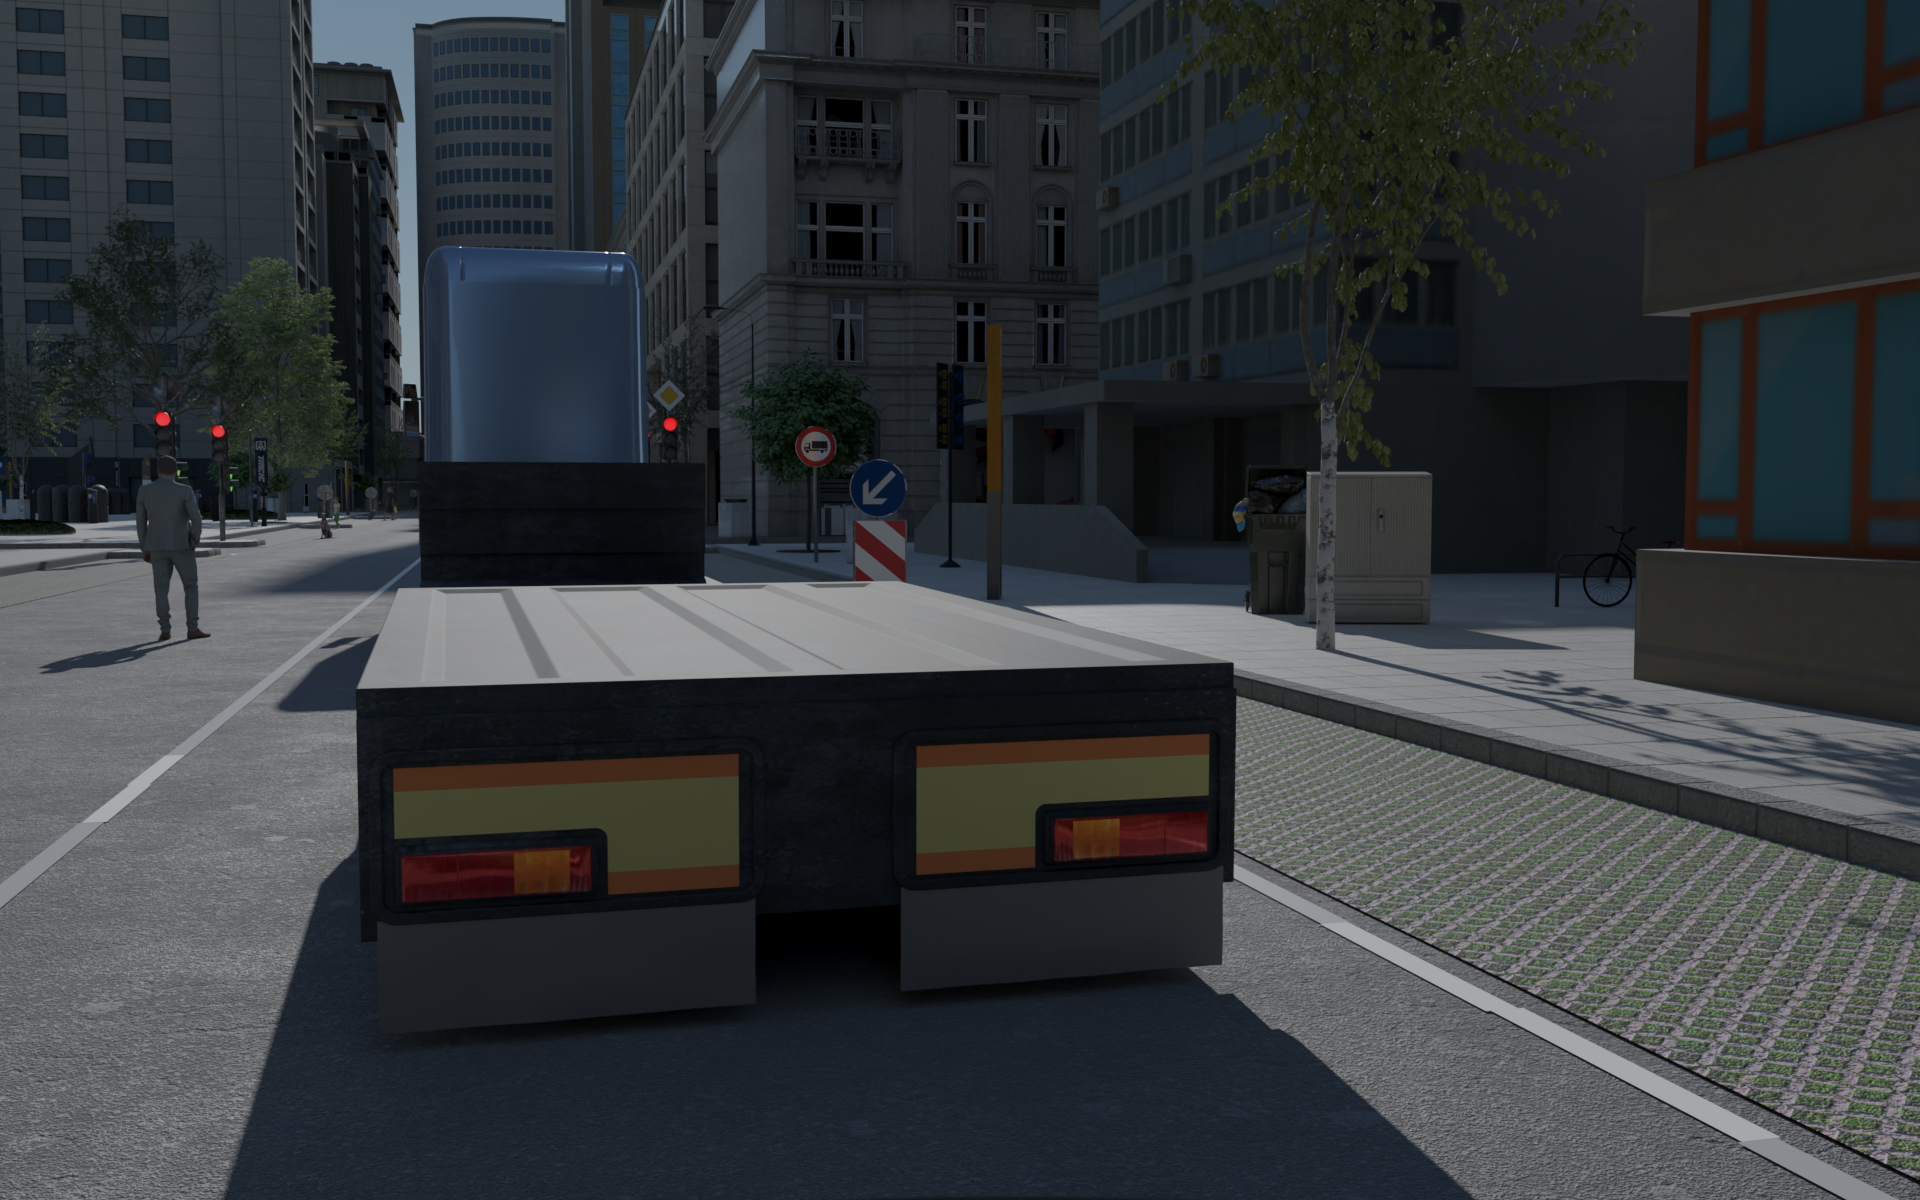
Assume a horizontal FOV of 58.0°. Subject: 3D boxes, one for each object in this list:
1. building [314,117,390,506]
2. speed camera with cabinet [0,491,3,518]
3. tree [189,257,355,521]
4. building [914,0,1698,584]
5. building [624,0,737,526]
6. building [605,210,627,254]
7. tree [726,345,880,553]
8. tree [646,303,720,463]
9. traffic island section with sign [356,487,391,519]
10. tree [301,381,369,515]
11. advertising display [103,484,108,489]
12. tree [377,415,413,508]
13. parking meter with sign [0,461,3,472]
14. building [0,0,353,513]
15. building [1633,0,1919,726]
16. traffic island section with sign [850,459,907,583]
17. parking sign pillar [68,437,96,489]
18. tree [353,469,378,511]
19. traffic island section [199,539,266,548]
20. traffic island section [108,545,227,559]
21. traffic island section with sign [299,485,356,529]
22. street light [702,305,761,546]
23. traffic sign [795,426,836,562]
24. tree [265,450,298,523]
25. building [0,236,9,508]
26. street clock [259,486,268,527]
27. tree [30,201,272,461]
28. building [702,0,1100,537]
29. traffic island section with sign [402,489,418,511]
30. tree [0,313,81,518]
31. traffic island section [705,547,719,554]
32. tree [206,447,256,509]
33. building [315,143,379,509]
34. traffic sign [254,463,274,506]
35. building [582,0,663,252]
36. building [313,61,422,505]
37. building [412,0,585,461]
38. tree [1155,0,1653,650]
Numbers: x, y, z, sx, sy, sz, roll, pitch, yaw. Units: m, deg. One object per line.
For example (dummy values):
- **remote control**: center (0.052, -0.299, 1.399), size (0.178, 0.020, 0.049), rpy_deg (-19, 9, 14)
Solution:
- **building**: center (-70.062, -29.399, 172.562), size (23.993, 40.220, 32.217), rpy_deg (-1, 4, -15)
- **speed camera with cabinet**: center (-48.484, -5.639, 86.526), size (0.660, 3.252, 2.038), rpy_deg (-3, 5, -44)
- **tree**: center (-33.161, -10.124, 83.658), size (7.486, 12.596, 7.792), rpy_deg (0, 3, 0)
- **building**: center (16.337, -20.955, 34.492), size (32.217, 40.220, 23.993), rpy_deg (-1, 4, -15)
- **building**: center (-5.982, -17.348, 88.158), size (19.350, 26.468, 34.151), rpy_deg (-1, 4, -15)
- **building**: center (-17.078, -17.035, 114.675), size (11.583, 22.565, 21.152), rpy_deg (-1, 4, -15)
- **tree**: center (-3.441, -3.336, 38.263), size (4.285, 4.588, 4.351), rpy_deg (0, 3, 0)
- **tree**: center (-10.736, -7.069, 65.940), size (4.360, 8.622, 3.978), rpy_deg (0, 3, 0)
- **traffic island section with sign**: center (-33.419, -5.496, 98.492), size (1.989, 1.847, 2.006), rpy_deg (-1, 4, -15)
- **tree**: center (-39.226, -9.652, 108.178), size (4.737, 8.622, 4.395), rpy_deg (0, 3, 0)
- **advertising display**: center (-56.941, -6.741, 115.436), size (0.123, 1.923, 0.974), rpy_deg (-2, 4, -35)
- **tree**: center (-52.024, -12.733, 158.551), size (4.737, 8.622, 4.395), rpy_deg (0, 3, 0)
- **parking meter with sign**: center (-51.594, -5.884, 92.457), size (0.543, 3.016, 1.738), rpy_deg (-3, 5, -44)
- **building**: center (-55.723, -42.007, 125.061), size (20.563, 71.187, 20.611), rpy_deg (-1, 4, -15)
- **building**: center (21.723, -9.534, 0.920), size (27.650, 21.520, 28.899), rpy_deg (-1, 4, -15)
- **traffic island section with sign**: center (-1.219, -0.720, 20.397), size (1.989, 1.847, 2.006), rpy_deg (-1, 4, -15)
- **parking sign pillar**: center (-40.762, -5.666, 81.112), size (1.447, 3.967, 1.447), rpy_deg (-2, 4, -30)
- **tree**: center (-45.006, -8.387, 131.730), size (1.663, 3.219, 1.824), rpy_deg (0, 3, 0)
- **traffic island section**: center (-20.213, -1.539, 47.443), size (2.009, 0.180, 2.903), rpy_deg (-1, 4, -15)
- **traffic island section**: center (-18.167, -1.067, 39.724), size (2.009, 0.180, 2.903), rpy_deg (-1, 4, -15)
- **traffic island section with sign**: center (-26.510, -3.902, 72.433), size (1.989, 1.847, 2.006), rpy_deg (-1, 4, -15)
- **street light**: center (-5.651, -4.297, 42.804), size (1.470, 5.913, 1.316), rpy_deg (-1, 4, -15)
- **traffic sign**: center (-2.698, -1.978, 32.445), size (0.768, 2.556, 0.104), rpy_deg (-1, 4, -10)
- **tree**: center (-30.516, -5.042, 77.030), size (1.663, 3.219, 1.824), rpy_deg (0, 3, 0)
- **building**: center (-96.820, -31.536, 170.233), size (28.867, 44.769, 22.147), rpy_deg (-1, 4, -15)
- **street clock**: center (-27.513, -3.907, 68.445), size (0.358, 2.002, 0.471), rpy_deg (-1, 4, -11)
- **tree**: center (-26.222, -7.446, 56.163), size (7.601, 10.594, 8.767), rpy_deg (-2, 4, -30)
- **building**: center (3.888, -13.349, 60.063), size (24.055, 21.916, 13.314), rpy_deg (-1, 4, -15)
- **traffic island section with sign**: center (-46.036, -8.409, 146.121), size (1.989, 1.847, 2.006), rpy_deg (-1, 4, -15)
- **tree**: center (-38.507, -7.393, 71.241), size (4.360, 8.622, 3.978), rpy_deg (0, 3, 0)
- **traffic island section**: center (-7.105, -1.245, 42.640), size (2.009, 0.180, 2.903), rpy_deg (-1, 4, -15)
- **tree**: center (-45.992, -7.711, 109.791), size (4.285, 4.588, 4.351), rpy_deg (0, 3, 0)
- **building**: center (-56.623, -22.796, 144.417), size (14.160, 30.474, 14.107), rpy_deg (-1, 4, -15)
- **traffic sign**: center (-27.636, -4.200, 68.780), size (0.768, 2.556, 0.104), rpy_deg (0, 4, -7)
- **building**: center (-23.657, -30.169, 143.374), size (14.600, 45.320, 14.200), rpy_deg (-1, 4, -15)
- **building**: center (-80.037, -38.016, 210.792), size (27.495, 52.752, 28.713), rpy_deg (-1, 4, -15)
- **building**: center (-51.994, -41.071, 213.515), size (28.212, 58.520, 21.231), rpy_deg (-1, 4, -15)
- **tree**: center (3.257, -3.895, 14.045), size (4.737, 8.622, 4.395), rpy_deg (0, 3, 0)
